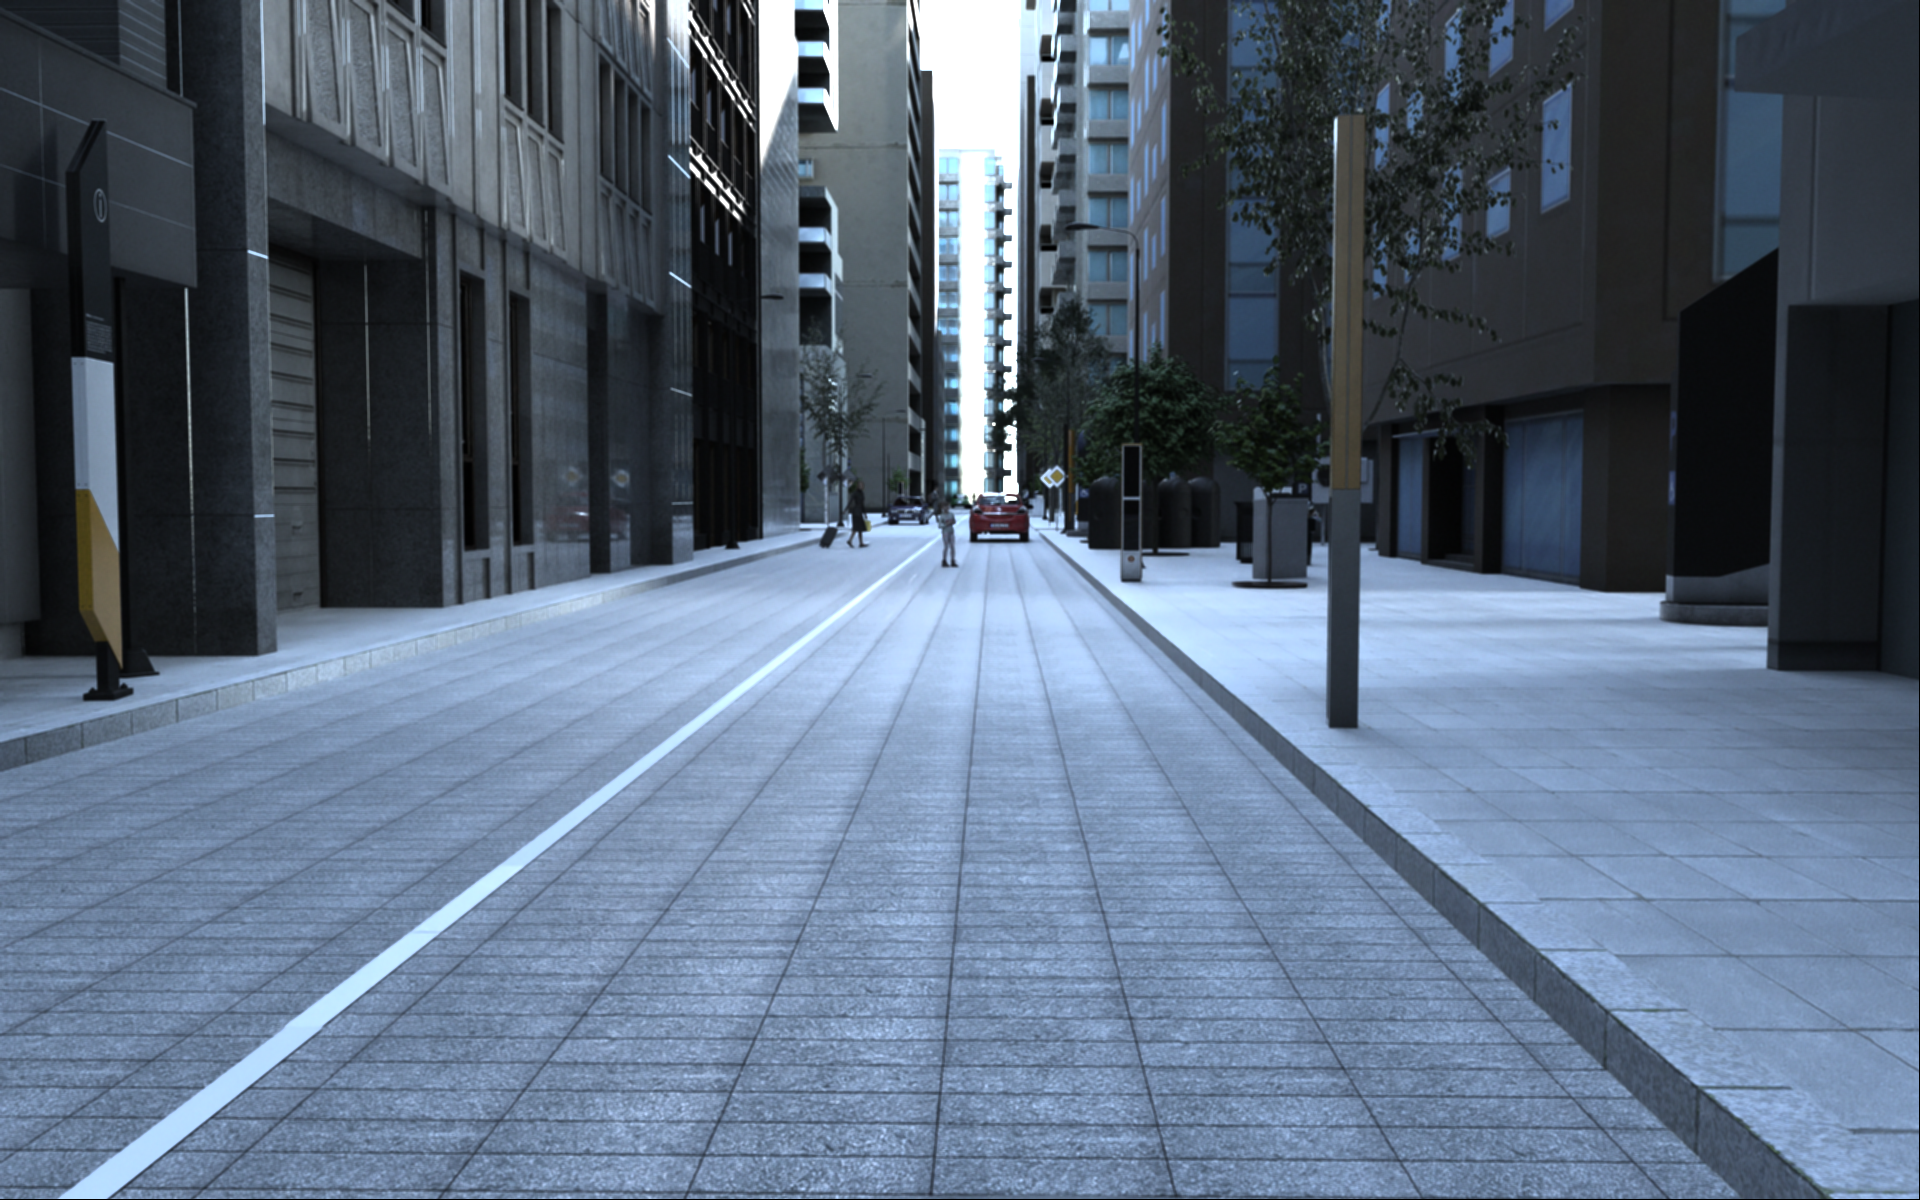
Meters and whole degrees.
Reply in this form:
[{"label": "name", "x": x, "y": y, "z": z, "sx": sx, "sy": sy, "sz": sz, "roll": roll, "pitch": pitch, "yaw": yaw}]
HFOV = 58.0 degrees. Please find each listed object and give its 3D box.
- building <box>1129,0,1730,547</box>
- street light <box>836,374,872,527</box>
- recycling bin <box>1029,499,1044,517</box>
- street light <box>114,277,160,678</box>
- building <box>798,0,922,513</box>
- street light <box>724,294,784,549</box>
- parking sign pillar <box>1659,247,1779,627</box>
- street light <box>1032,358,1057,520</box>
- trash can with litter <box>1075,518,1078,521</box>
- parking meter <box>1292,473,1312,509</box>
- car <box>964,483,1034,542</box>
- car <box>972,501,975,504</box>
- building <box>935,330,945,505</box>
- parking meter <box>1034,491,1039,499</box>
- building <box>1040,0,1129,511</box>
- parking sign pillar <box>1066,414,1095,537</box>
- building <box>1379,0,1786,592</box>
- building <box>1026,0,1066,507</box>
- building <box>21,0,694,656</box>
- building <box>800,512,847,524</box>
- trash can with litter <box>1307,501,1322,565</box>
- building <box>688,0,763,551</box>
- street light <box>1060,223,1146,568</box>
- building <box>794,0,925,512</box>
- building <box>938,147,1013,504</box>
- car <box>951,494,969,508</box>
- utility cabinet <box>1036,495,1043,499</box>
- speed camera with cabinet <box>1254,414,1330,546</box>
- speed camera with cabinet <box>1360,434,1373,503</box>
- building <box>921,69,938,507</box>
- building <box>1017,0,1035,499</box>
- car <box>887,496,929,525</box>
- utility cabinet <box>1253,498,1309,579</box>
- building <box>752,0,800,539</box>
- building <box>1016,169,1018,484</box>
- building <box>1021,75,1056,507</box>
[{"label": "building", "x": 12.476, "y": -24.520, "z": 51.015, "sx": 14.600, "sy": 45.320, "sz": 14.200, "roll": 0, "pitch": 4, "yaw": 1}, {"label": "street light", "x": -4.108, "y": -5.799, "z": 67.355, "sx": 1.470, "sy": 5.913, "sz": 1.316, "roll": 0, "pitch": 4, "yaw": 1}, {"label": "recycling bin", "x": 4.239, "y": -5.069, "z": 95.430, "sx": 0.722, "sy": 1.027, "sz": 0.722, "roll": -1, "pitch": 4, "yaw": -17}, {"label": "street light", "x": -5.319, "y": -2.416, "z": 12.045, "sx": 1.470, "sy": 5.913, "sz": 1.316, "roll": 0, "pitch": 4, "yaw": 1}, {"label": "building", "x": -13.849, "y": -30.581, "z": 123.708, "sx": 21.300, "sy": 48.544, "sz": 21.600, "roll": 0, "pitch": 4, "yaw": 1}, {"label": "street light", "x": -4.790, "y": -4.148, "z": 40.364, "sx": 1.470, "sy": 5.913, "sz": 1.316, "roll": 0, "pitch": 4, "yaw": 1}, {"label": "parking sign pillar", "x": 7.828, "y": -1.765, "z": 17.336, "sx": 1.447, "sy": 3.967, "sz": 1.447, "roll": 1, "pitch": 4, "yaw": 12}, {"label": "street light", "x": 3.152, "y": -5.303, "z": 59.249, "sx": 1.470, "sy": 5.913, "sz": 1.316, "roll": 0, "pitch": 4, "yaw": 1}, {"label": "trash can with litter", "x": 6.105, "y": -4.406, "z": 83.089, "sx": 1.678, "sy": 1.210, "sz": 2.233, "roll": -2, "pitch": 4, "yaw": -31}, {"label": "parking meter", "x": 7.013, "y": -1.826, "z": 35.567, "sx": 0.399, "sy": 1.863, "sz": 0.255, "roll": 1, "pitch": 4, "yaw": 10}, {"label": "car", "x": 1.196, "y": -2.696, "z": 53.119, "sx": 2.155, "sy": 1.783, "sz": 4.494, "roll": 0, "pitch": 4, "yaw": 1}, {"label": "car", "x": 1.669, "y": -4.938, "z": 92.534, "sx": 2.131, "sy": 1.459, "sz": 4.920, "roll": 0, "pitch": 4, "yaw": 3}, {"label": "building", "x": -16.607, "y": -22.055, "z": 205.634, "sx": 28.899, "sy": 21.520, "sz": 27.650, "roll": 0, "pitch": 4, "yaw": 1}, {"label": "parking meter", "x": 5.917, "y": -7.655, "z": 133.568, "sx": 0.372, "sy": 1.533, "sz": 0.369, "roll": 0, "pitch": 3, "yaw": 0}, {"label": "building", "x": 18.044, "y": -30.986, "z": 126.236, "sx": 23.786, "sy": 49.044, "sz": 30.456, "roll": 0, "pitch": 4, "yaw": 1}, {"label": "parking sign pillar", "x": 3.929, "y": -3.902, "z": 52.272, "sx": 1.447, "sy": 3.967, "sz": 1.447, "roll": 1, "pitch": 4, "yaw": 20}, {"label": "building", "x": 15.103, "y": -23.098, "z": 27.759, "sx": 14.600, "sy": 45.320, "sz": 14.200, "roll": 0, "pitch": 4, "yaw": 1}, {"label": "building", "x": 20.641, "y": -34.961, "z": 160.857, "sx": 28.713, "sy": 52.752, "sz": 27.495, "roll": 0, "pitch": 4, "yaw": 1}, {"label": "building", "x": -11.363, "y": -12.536, "z": 22.994, "sx": 12.078, "sy": 24.808, "sz": 19.932, "roll": 0, "pitch": 4, "yaw": 1}, {"label": "building", "x": -16.626, "y": -47.443, "z": 88.361, "sx": 22.319, "sy": 86.520, "sz": 31.000, "roll": 0, "pitch": 4, "yaw": 1}, {"label": "trash can with litter", "x": 5.899, "y": -1.203, "z": 31.064, "sx": 1.055, "sy": 1.170, "sz": 0.624, "roll": -1, "pitch": 4, "yaw": -22}, {"label": "building", "x": -11.929, "y": -12.919, "z": 40.902, "sx": 12.332, "sy": 23.373, "sz": 15.834, "roll": 0, "pitch": 4, "yaw": 1}, {"label": "street light", "x": 2.499, "y": -3.502, "z": 29.804, "sx": 1.470, "sy": 5.913, "sz": 1.316, "roll": 0, "pitch": 4, "yaw": 1}, {"label": "building", "x": -14.126, "y": -51.605, "z": 156.417, "sx": 22.319, "sy": 86.520, "sz": 31.000, "roll": 0, "pitch": 4, "yaw": 1}, {"label": "building", "x": -8.002, "y": -37.775, "z": 237.228, "sx": 30.456, "sy": 49.044, "sz": 23.786, "roll": 0, "pitch": 4, "yaw": 1}, {"label": "car", "x": 0.022, "y": -10.286, "z": 176.972, "sx": 1.959, "sy": 1.807, "sz": 4.718, "roll": 0, "pitch": 4, "yaw": 2}, {"label": "utility cabinet", "x": 5.124, "y": -6.118, "z": 111.195, "sx": 0.306, "sy": 1.237, "sz": 1.020, "roll": 0, "pitch": 4, "yaw": -6}, {"label": "speed camera with cabinet", "x": 8.224, "y": -2.936, "z": 42.334, "sx": 2.038, "sy": 3.252, "sz": 0.660, "roll": -1, "pitch": 4, "yaw": -16}, {"label": "speed camera with cabinet", "x": 10.837, "y": -3.042, "z": 44.073, "sx": 2.038, "sy": 3.252, "sz": 0.660, "roll": 0, "pitch": 4, "yaw": 6}, {"label": "building", "x": -9.414, "y": -32.418, "z": 180.142, "sx": 14.600, "sy": 45.320, "sz": 14.200, "roll": 0, "pitch": 4, "yaw": 1}, {"label": "building", "x": 17.285, "y": -40.444, "z": 203.255, "sx": 21.231, "sy": 58.520, "sz": 28.212, "roll": 0, "pitch": 4, "yaw": 1}, {"label": "car", "x": -2.413, "y": -4.232, "z": 81.769, "sx": 1.945, "sy": 1.354, "sz": 3.894, "roll": 0, "pitch": 4, "yaw": 3}, {"label": "utility cabinet", "x": 4.883, "y": -0.934, "z": 26.429, "sx": 1.020, "sy": 1.237, "sz": 0.306, "roll": -3, "pitch": 5, "yaw": -42}, {"label": "building", "x": -13.981, "y": -12.171, "z": 53.748, "sx": 16.860, "sy": 20.320, "sz": 10.420, "roll": 0, "pitch": 4, "yaw": 1}, {"label": "building", "x": 14.675, "y": -35.584, "z": 231.914, "sx": 14.200, "sy": 45.320, "sz": 14.600, "roll": 0, "pitch": 4, "yaw": 1}, {"label": "building", "x": 13.816, "y": -32.551, "z": 182.323, "sx": 14.600, "sy": 45.320, "sz": 14.200, "roll": 0, "pitch": 4, "yaw": 1}]
